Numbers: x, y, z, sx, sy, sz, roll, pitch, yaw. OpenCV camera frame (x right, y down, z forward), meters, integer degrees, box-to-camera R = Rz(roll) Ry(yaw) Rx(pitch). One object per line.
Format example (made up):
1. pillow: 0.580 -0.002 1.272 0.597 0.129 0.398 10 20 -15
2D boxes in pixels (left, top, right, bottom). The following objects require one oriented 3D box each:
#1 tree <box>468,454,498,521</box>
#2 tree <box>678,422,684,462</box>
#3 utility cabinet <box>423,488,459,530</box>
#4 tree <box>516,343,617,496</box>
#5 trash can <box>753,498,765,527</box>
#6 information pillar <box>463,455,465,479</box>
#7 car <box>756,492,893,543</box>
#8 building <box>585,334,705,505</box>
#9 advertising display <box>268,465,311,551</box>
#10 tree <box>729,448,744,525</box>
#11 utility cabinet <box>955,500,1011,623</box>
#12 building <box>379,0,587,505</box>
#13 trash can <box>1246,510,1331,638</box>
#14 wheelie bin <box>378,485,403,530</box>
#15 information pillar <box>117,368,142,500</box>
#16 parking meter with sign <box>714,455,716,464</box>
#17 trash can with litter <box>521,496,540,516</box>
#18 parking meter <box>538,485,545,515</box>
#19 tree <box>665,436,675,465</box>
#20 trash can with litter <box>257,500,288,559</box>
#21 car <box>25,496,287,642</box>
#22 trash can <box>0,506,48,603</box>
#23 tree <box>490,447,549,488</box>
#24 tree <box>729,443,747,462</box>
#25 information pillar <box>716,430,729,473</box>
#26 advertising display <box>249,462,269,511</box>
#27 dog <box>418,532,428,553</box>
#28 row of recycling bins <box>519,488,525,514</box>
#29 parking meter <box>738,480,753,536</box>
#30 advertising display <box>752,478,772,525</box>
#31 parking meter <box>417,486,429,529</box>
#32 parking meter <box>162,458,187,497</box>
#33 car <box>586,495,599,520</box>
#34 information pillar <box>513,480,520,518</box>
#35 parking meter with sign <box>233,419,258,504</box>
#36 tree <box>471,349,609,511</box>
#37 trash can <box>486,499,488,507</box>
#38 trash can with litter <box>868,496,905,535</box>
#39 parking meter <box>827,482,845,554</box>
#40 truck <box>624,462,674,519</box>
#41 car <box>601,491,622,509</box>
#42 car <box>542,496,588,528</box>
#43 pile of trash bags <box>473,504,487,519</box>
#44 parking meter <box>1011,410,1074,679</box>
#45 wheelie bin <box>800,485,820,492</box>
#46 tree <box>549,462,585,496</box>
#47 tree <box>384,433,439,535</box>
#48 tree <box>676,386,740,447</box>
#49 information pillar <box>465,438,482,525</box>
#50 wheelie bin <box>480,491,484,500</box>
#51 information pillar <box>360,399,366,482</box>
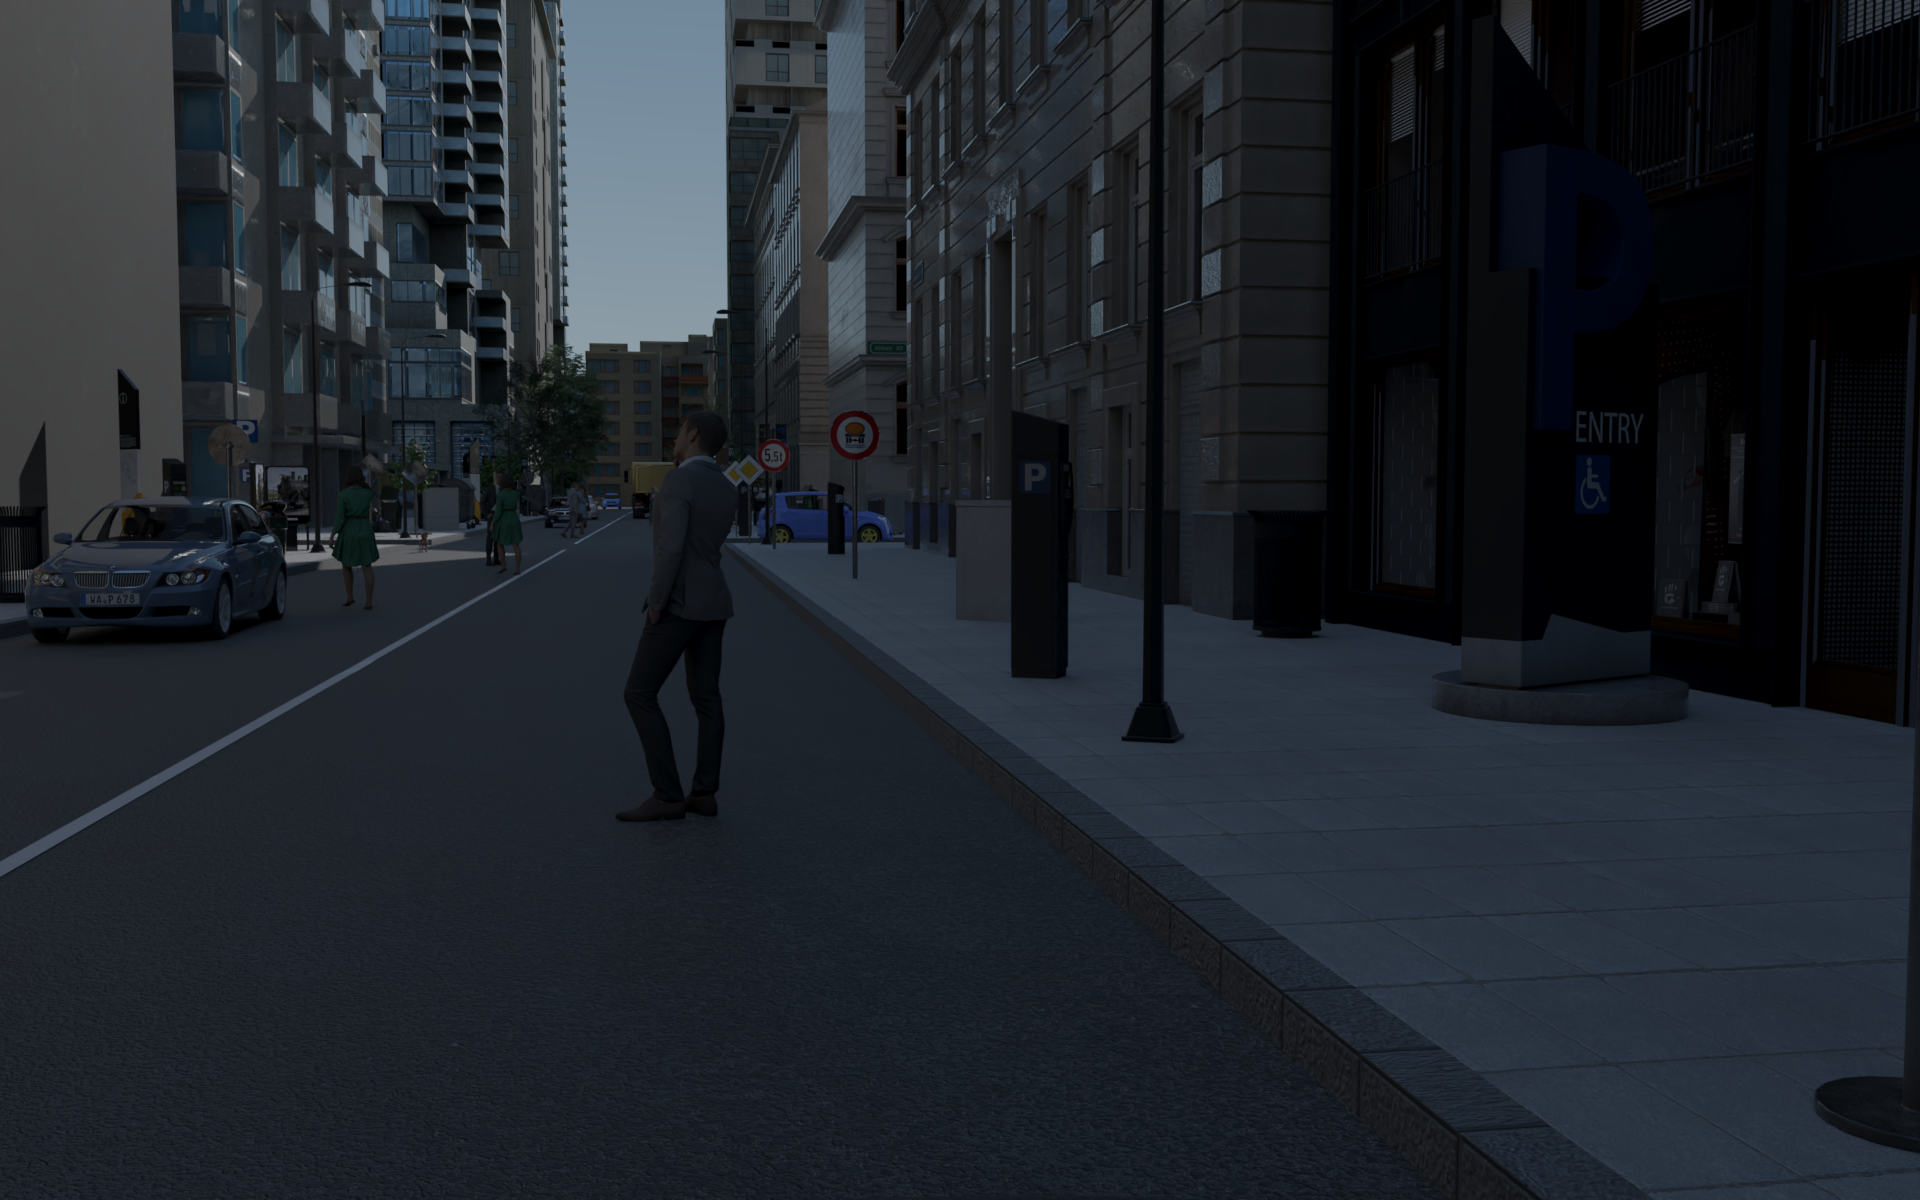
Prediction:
1. tree: -22.473 -5.378 82.539 1.663 3.219 1.824 0 3 0
2. tree: -25.820 -13.264 167.226 4.360 8.622 3.978 0 3 0
3. utility cabinet: -18.166 -3.175 60.591 1.173 1.500 0.318 -2 4 -33
4. tree: -29.616 -12.978 130.316 7.486 12.596 7.792 0 3 0
5. trash can: -7.625 -3.364 66.647 0.748 1.137 0.748 0 3 0
6. information pillar: -25.584 -6.038 90.075 0.504 3.616 0.183 0 4 -8
7. car: -3.657 -2.284 46.932 3.694 1.707 1.945 -1 4 -11
8. building: -33.224 -23.238 224.976 28.899 21.520 27.650 -1 4 -10
9. advertising display: -15.260 -2.086 39.326 0.974 1.923 0.123 -3 4 -38
10. tree: -9.463 -4.785 72.837 1.663 3.219 1.824 0 3 0
11. utility cabinet: 0.453 -0.385 17.458 1.020 1.237 0.306 2 4 35
12. building: -62.442 -55.261 216.186 31.000 86.520 22.319 -1 4 -10
13. trash can: 2.947 -0.240 15.583 0.748 1.137 0.748 0 3 0
14. wheelie bin: -20.540 -3.341 62.534 0.980 1.594 0.693 0 4 -1
15. information pillar: -15.449 -2.501 32.240 0.504 3.616 0.183 2 4 26
16. parking meter with sign: -10.747 -4.874 75.953 0.543 3.016 1.738 0 4 -7
17. trash can with litter: -24.767 -5.412 99.871 1.055 1.170 0.624 0 4 4
18. parking meter: -25.547 -6.119 105.755 0.399 1.863 0.255 2 4 30
19. tree: -31.104 -14.972 195.158 4.737 8.622 4.395 0 3 0
20. trash can with litter: -13.618 -1.382 33.978 0.624 1.170 1.055 -3 5 -42
21. car: -8.369 -0.390 18.384 2.014 1.417 4.499 -1 4 -10
22. trash can: -11.222 -0.544 20.544 0.748 1.137 0.748 0 3 0
23. tree: -31.038 -8.291 119.266 4.285 4.588 4.351 0 3 0
24. tree: -13.103 -6.836 95.480 4.285 4.588 4.351 0 3 0
25. information pillar: -8.664 -4.398 63.254 0.504 3.616 0.183 0 4 0
26. advertising display: -14.260 -1.833 35.177 0.123 1.923 0.974 -1 4 -12
27. dog: -13.193 -1.427 42.626 0.540 0.507 0.406 2 4 27
28. row of recycling bins: -28.924 -6.350 110.938 1.069 1.692 3.534 1 4 22
29. parking meter: -6.531 -2.878 52.769 0.399 1.863 0.255 0 4 7
30. advertising display: -8.021 -4.019 70.930 0.974 1.923 0.123 -1 4 -22
31. parking meter: -19.851 -3.568 64.051 0.255 1.863 0.399 3 5 42
32. parking meter: -12.776 -1.376 28.209 0.399 1.863 0.255 3 5 43
33. car: -21.425 -5.225 97.791 2.083 1.381 4.827 -1 4 -10
34. information pillar: -23.693 -5.377 92.412 0.304 2.012 0.304 0 4 0
35. parking meter with sign: -16.376 -2.661 39.767 0.543 3.016 1.738 -1 4 -22
36. tree: -26.843 -10.823 111.361 8.767 10.594 7.601 -2 4 -25
37. trash can: -29.411 -5.862 107.491 0.748 1.137 0.748 0 3 0
38. trash can with litter: -2.230 -2.638 54.193 2.233 1.210 1.678 0 4 -1
39. parking meter: -2.639 -1.744 36.931 0.372 1.533 0.369 0 3 0
40. truck: -18.493 -6.641 104.502 3.469 3.379 9.791 -1 4 -11
41. car: -33.038 -9.470 164.428 1.945 1.707 3.694 -1 4 -9
42. car: -16.941 -3.786 74.488 1.945 1.354 3.894 -1 4 -11
43. pile of trash bags: -25.495 -4.731 87.101 1.912 1.369 3.447 3 5 44
44. parking meter: 0.573 -0.391 12.108 0.399 1.863 0.255 1 4 20
45. wheelie bin: -5.051 -3.039 57.603 0.693 1.594 0.980 -2 4 -28
46. tree: -33.060 -9.842 144.628 4.285 4.588 4.351 0 3 0
47. tree: -17.149 -3.678 54.730 1.663 3.219 1.824 0 3 0
48. tree: -16.792 -10.204 117.190 4.737 8.622 4.395 0 3 0
49. information pillar: -20.065 -4.910 71.627 0.183 3.616 0.504 3 4 36
50. wheelie bin: -26.258 -5.290 94.407 0.980 1.594 0.693 3 5 45
51. information pillar: -14.717 -3.144 42.753 0.183 3.616 0.504 -1 4 -22
